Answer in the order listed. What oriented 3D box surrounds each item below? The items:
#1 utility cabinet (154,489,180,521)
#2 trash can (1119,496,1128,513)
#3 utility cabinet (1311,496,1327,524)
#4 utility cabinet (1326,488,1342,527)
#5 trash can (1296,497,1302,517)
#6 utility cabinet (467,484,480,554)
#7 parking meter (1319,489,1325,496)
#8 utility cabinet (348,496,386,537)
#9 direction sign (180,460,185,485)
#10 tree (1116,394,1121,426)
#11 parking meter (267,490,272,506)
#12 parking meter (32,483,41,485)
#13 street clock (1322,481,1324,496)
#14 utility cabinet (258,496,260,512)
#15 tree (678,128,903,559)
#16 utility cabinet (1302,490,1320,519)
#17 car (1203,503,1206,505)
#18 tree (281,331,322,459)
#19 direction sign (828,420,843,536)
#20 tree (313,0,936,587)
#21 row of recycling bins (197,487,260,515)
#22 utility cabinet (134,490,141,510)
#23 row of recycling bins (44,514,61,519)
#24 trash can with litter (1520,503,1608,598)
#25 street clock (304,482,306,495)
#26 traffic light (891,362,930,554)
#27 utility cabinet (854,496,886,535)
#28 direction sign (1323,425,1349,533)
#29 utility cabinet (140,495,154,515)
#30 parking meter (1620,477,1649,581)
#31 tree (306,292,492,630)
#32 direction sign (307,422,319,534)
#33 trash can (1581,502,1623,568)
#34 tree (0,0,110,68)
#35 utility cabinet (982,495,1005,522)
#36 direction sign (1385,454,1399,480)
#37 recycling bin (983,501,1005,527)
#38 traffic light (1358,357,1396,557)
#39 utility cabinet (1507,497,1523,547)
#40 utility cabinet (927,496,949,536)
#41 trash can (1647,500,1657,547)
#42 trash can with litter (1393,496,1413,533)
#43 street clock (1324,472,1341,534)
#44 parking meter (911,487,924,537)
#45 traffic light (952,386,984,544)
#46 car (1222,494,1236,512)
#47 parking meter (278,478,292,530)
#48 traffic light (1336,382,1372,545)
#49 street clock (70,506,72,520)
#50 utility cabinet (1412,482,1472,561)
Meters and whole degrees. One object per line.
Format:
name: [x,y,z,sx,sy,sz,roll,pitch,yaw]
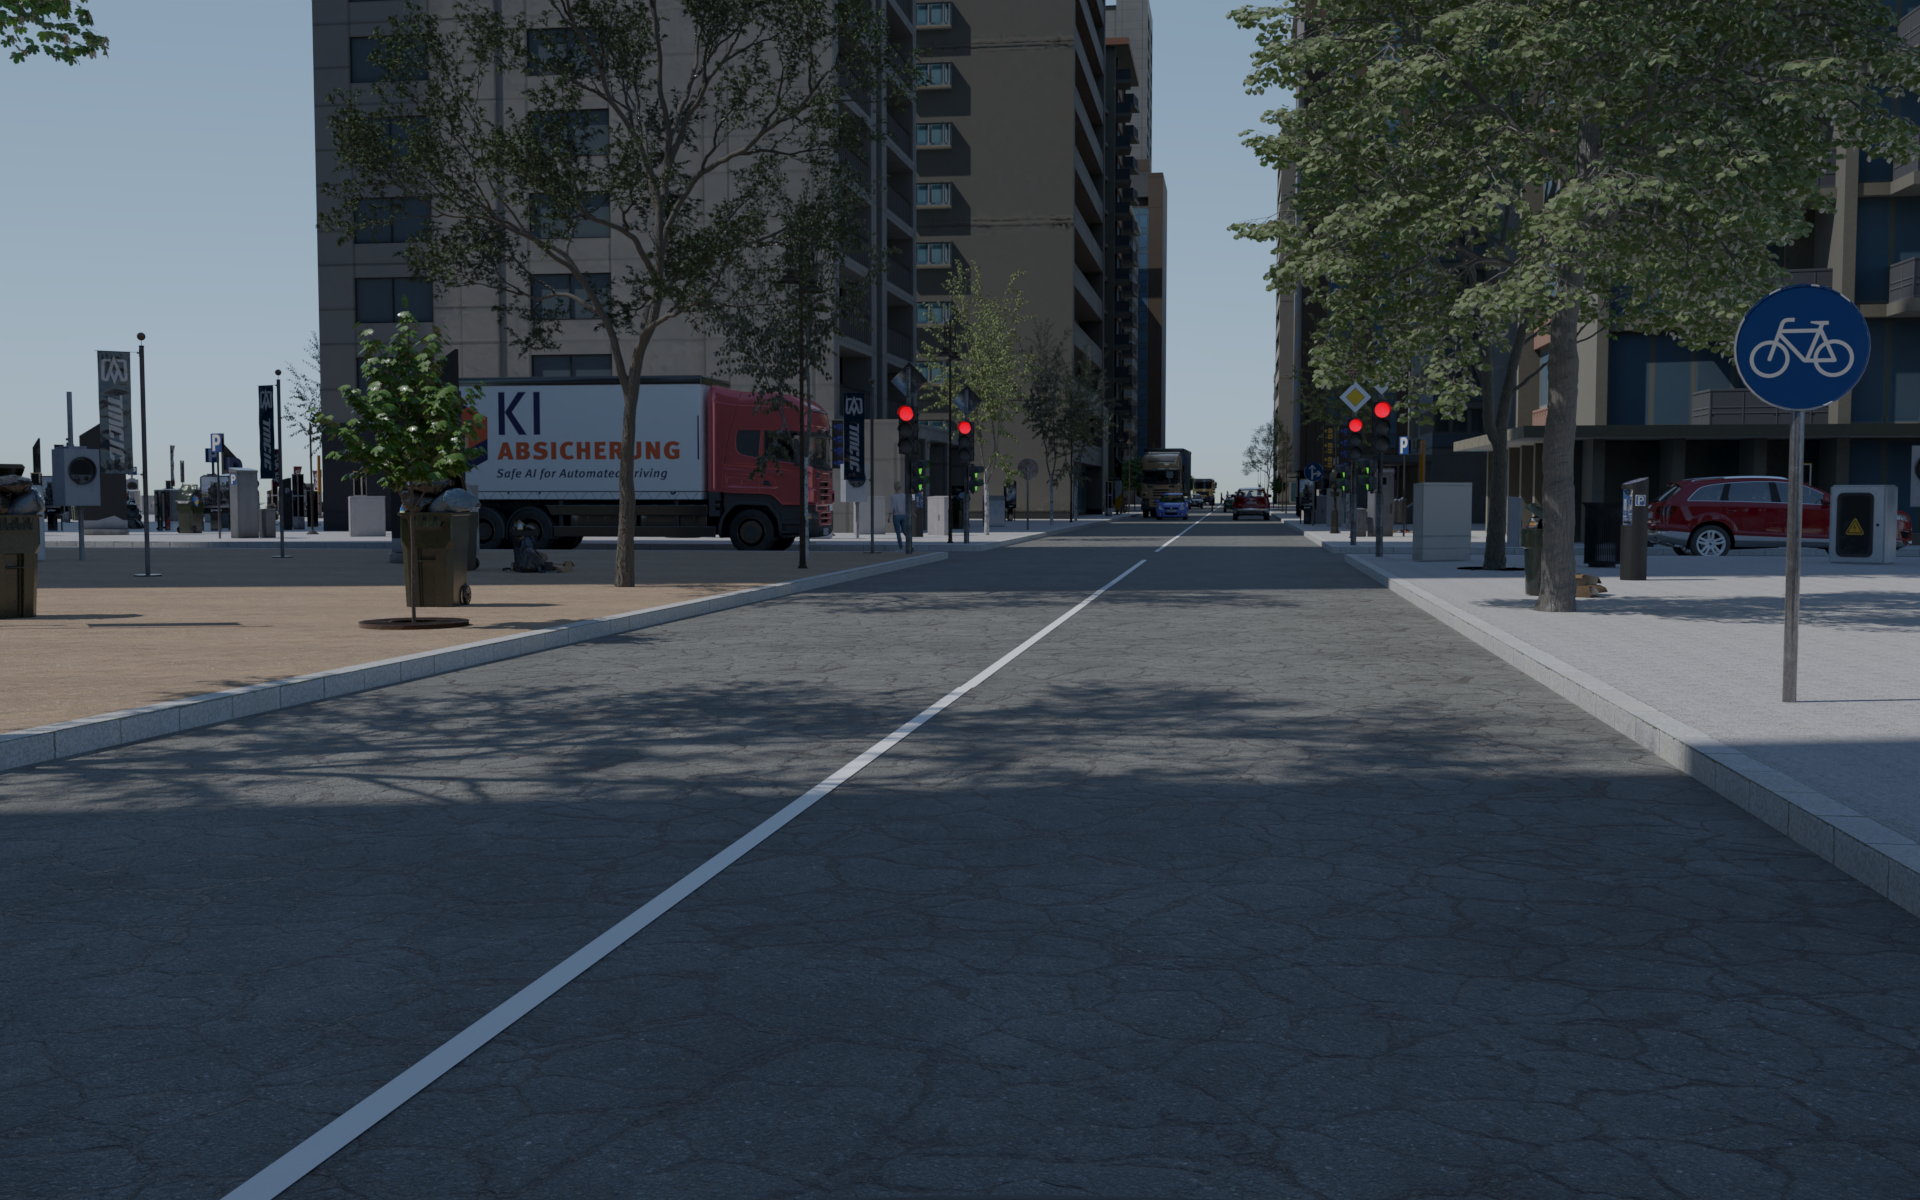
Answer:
utility cabinet: [-36.514,-4.353,79.855,1.173,1.500,0.318,0,4,3]
trash can: [10.993,-6.439,116.930,0.748,1.137,0.748,0,3,0]
utility cabinet: [15.473,-3.905,75.006,1.020,1.237,0.306,-1,4,-23]
utility cabinet: [14.638,-3.611,67.714,0.318,1.500,1.173,0,4,-3]
trash can: [19.275,-5.269,97.803,0.748,1.137,0.748,0,3,0]
utility cabinet: [-10.564,-1.688,36.273,0.318,1.500,1.173,2,4,23]
parking meter: [17.489,-4.598,83.588,0.372,1.533,0.369,0,3,0]
utility cabinet: [-17.900,-2.515,52.284,1.020,1.237,0.306,-2,4,-30]
direction sign: [-52.344,-7.623,116.633,0.379,3.537,0.876,-1,4,-9]
tree: [5.647,-8.143,83.498,4.360,8.622,3.978,0,3,0]
parking meter: [-39.910,-5.615,100.214,0.372,1.533,0.369,0,3,0]
parking meter: [-20.732,-1.853,38.701,0.372,1.533,0.369,0,3,0]
street clock: [16.870,-4.601,79.801,0.358,2.002,0.471,0,4,7]
utility cabinet: [-24.693,-3.009,60.354,0.306,1.237,1.020,0,4,-4]
tree: [-3.309,-5.122,34.107,4.360,8.622,3.978,0,3,0]
utility cabinet: [17.624,-4.766,86.610,0.318,1.500,1.173,-2,4,-34]
car: [31.870,-13.478,229.951,1.945,1.707,3.694,0,4,8]
tree: [-27.780,-7.751,77.099,4.737,8.622,4.395,0,3,0]
direction sign: [-4.012,-3.737,53.098,0.876,3.537,0.379,0,4,-4]
tree: [-4.637,-5.436,23.285,8.767,10.594,7.601,0,4,-4]
row of recycling bins: [-41.512,-5.569,98.169,3.534,1.692,1.069,-3,5,-42]
utility cabinet: [-45.359,-5.247,94.469,1.173,1.500,0.318,0,4,-4]
row of recycling bins: [-46.338,-5.051,89.701,1.069,1.692,3.534,3,5,41]
trash can with litter: [7.603,-0.635,21.776,1.055,1.170,0.624,3,5,39]
street clock: [-39.522,-6.084,104.050,0.358,2.002,0.471,1,4,18]
traffic light: [-1.074,-2.934,36.886,0.839,4.253,0.868,1,4,9]
utility cabinet: [-2.874,-2.680,54.982,1.020,1.237,0.306,-2,4,-32]
direction sign: [12.328,-3.965,56.821,0.876,3.537,0.379,0,4,-5]
utility cabinet: [-50.782,-5.937,108.231,0.306,1.237,1.020,2,4,25]
parking meter: [10.034,-1.062,25.774,0.372,1.533,0.369,0,3,0]
tree: [-5.415,-1.349,16.664,1.663,3.219,1.824,0,3,0]
direction sign: [-20.607,-3.855,55.023,0.379,3.537,0.876,-1,4,-18]
trash can: [11.262,-1.144,30.354,0.748,1.137,0.748,0,3,0]
tree: [-6.679,-5.057,8.436,9.928,11.665,9.643,0,3,0]
utility cabinet: [1.547,-4.185,79.590,1.020,1.237,0.306,0,4,2]
direction sign: [24.274,-6.433,97.169,0.876,3.537,0.379,2,4,34]
recycling bin: [1.323,-3.383,67.860,0.722,1.027,0.722,-1,4,-13]
traffic light: [8.568,-2.841,35.367,0.839,4.253,0.868,1,4,9]
utility cabinet: [13.615,-1.915,42.472,0.306,1.237,1.020,1,4,22]
utility cabinet: [-0.638,-2.618,53.968,0.306,1.237,1.020,-2,4,-32]
trash can: [16.596,-1.856,41.997,0.748,1.137,0.748,0,3,0]
trash can with litter: [14.868,-2.816,57.094,2.233,1.210,1.678,1,4,10]
street clock: [12.153,-3.154,56.144,0.358,2.002,0.471,2,4,31]
parking meter: [-1.278,-2.642,51.603,0.372,1.533,0.369,0,3,0]
traffic light: [0.186,-3.416,44.772,0.839,4.253,0.868,1,4,9]
car: [21.762,-7.657,136.993,2.131,1.459,4.920,1,4,9]
parking meter: [-24.028,-3.423,61.674,0.255,1.863,0.399,3,4,38]
traffic light: [9.828,-3.323,43.252,0.839,4.253,0.868,1,4,9]
street clock: [-44.753,-5.056,87.238,0.471,2.002,0.358,-2,4,-35]
utility cabinet: [9.220,-1.496,33.142,1.173,1.500,0.318,-2,4,-25]
